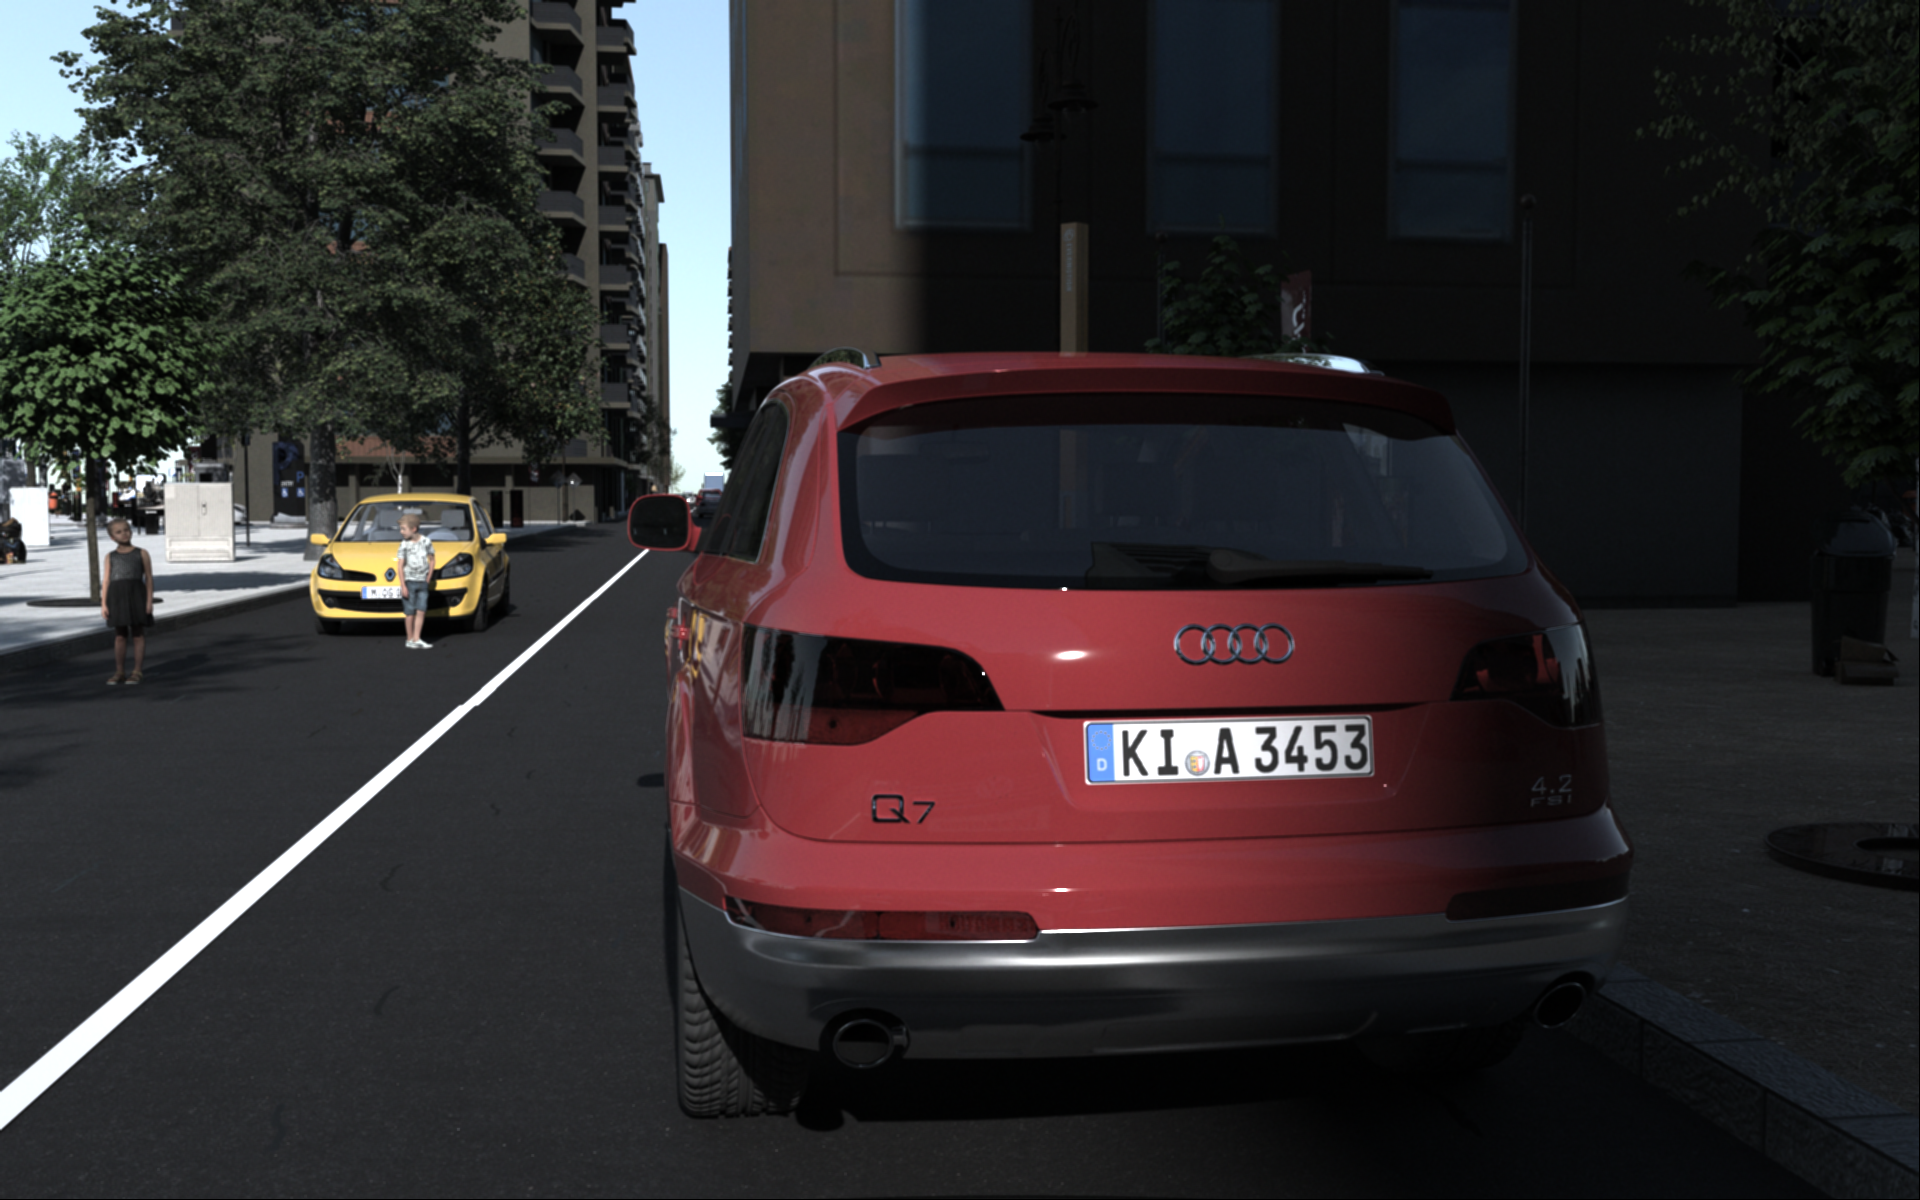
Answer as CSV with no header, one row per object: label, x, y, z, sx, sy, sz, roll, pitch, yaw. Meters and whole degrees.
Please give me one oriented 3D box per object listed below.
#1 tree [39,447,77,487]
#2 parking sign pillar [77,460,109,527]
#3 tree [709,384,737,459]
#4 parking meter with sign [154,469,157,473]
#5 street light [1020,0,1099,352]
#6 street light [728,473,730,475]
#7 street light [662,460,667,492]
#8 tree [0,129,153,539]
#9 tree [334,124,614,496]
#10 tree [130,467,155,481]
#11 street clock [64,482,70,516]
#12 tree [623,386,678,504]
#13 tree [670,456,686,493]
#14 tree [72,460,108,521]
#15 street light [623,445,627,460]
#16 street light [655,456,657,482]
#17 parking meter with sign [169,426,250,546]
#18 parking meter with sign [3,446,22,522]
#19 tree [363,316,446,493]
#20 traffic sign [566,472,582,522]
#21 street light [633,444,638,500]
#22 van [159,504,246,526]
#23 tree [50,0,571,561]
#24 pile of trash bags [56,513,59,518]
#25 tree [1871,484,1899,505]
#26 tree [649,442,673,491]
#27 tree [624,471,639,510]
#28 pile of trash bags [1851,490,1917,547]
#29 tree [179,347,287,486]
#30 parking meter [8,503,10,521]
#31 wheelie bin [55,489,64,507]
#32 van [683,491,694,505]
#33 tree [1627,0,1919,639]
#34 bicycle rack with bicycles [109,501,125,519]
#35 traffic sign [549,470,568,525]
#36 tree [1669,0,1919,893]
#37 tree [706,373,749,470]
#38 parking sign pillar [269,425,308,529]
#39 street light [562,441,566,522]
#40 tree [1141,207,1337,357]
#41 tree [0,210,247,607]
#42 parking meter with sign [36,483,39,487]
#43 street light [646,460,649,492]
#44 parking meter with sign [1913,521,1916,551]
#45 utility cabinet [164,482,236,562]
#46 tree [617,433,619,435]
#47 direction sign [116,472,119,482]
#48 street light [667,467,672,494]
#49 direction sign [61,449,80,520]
tree,-31.035,-6.639,58.907,4.737,8.622,4.395,0,3,0
parking sign pillar,-33.502,-4.815,67.197,1.447,3.967,1.447,-1,4,-15
tree,-19.401,-14.279,159.217,9.928,11.665,9.643,0,3,0
parking meter with sign,-55.948,-7.679,121.816,1.738,3.016,0.543,1,4,11
street light,0.928,-2.677,16.556,0.468,5.910,1.993,-1,4,-8
street light,-41.602,-20.742,311.910,0.468,5.910,1.993,-1,4,-8
street light,-40.801,-16.201,237.680,0.468,5.910,1.993,-1,4,-8
tree,-26.601,-7.568,49.498,9.928,11.665,9.643,0,3,0
tree,-15.035,-8.289,52.533,9.611,12.733,9.660,0,3,0
tree,-48.201,-6.614,102.743,1.663,3.219,1.824,0,3,0
street clock,-52.670,-5.971,102.203,0.358,2.002,0.471,0,4,-7
tree,-28.408,-13.181,149.917,8.767,10.594,7.601,0,4,-1
tree,-51.656,-22.091,311.544,4.737,8.622,4.395,0,3,0
tree,-41.252,-5.358,82.198,1.663,3.219,1.824,0,3,0
street light,-26.029,-9.864,134.068,0.468,5.910,1.993,-1,4,-8
street light,-36.855,-14.497,209.814,0.468,5.910,1.993,-1,4,-8
parking meter with sign,-18.297,-2.816,42.304,1.738,3.016,0.543,-1,4,-10
parking meter with sign,-35.056,-4.075,62.895,0.543,3.016,1.738,3,5,39
tree,-21.894,-7.178,67.730,4.360,8.622,3.978,0,3,0
traffic sign,-17.626,-4.613,79.062,0.795,2.450,0.064,-1,4,-8
street light,-29.054,-11.141,154.940,0.468,5.910,1.993,-1,4,-8
van,-32.369,-4.062,73.427,4.112,2.044,2.013,-1,4,-9
tree,-12.433,-7.743,33.247,9.857,13.997,8.962,0,3,0
pile of trash bags,-50.543,-5.188,94.582,3.447,1.369,1.912,1,4,23
tree,27.034,-4.118,51.048,4.285,4.588,4.351,0,3,0
tree,-40.168,-17.078,229.591,4.360,8.622,3.978,0,3,0
tree,-27.276,-9.079,143.048,1.663,3.219,1.824,0,3,0
pile of trash bags,22.396,-1.987,42.234,3.447,1.369,1.912,-2,4,-31
tree,-25.394,-6.709,60.051,4.737,8.622,4.395,0,3,0
parking meter,-43.514,-4.494,79.193,0.399,1.863,0.255,-2,4,-30
wheelie bin,-60.436,-6.596,115.760,0.980,1.594,0.693,-2,4,-31
van,-35.754,-13.488,227.542,2.013,2.044,4.112,-1,4,-8
tree,8.318,-3.957,15.064,4.737,8.622,4.395,0,3,0
bicycle rack with bicycles,-43.839,-4.784,91.597,2.852,0.926,2.925,-1,4,-10
traffic sign,-16.489,-4.129,71.158,0.795,2.450,0.064,-1,4,-8
tree,3.331,-0.683,5.775,1.663,3.219,1.824,0,3,0
tree,-16.043,-14.372,141.638,9.857,13.997,8.962,0,3,0
parking sign pillar,-25.018,-4.654,64.559,1.447,3.967,1.447,2,4,31
street light,-18.167,-6.516,79.323,0.468,5.910,1.993,-1,4,-8
tree,1.672,-1.052,11.807,1.663,3.219,1.824,0,3,0
tree,-10.098,-2.236,20.268,4.285,4.588,4.351,0,3,0
parking meter with sign,-62.440,-7.386,117.025,0.543,3.016,1.738,1,4,15
street light,-32.871,-12.815,182.317,0.468,5.910,1.993,-1,4,-8
parking meter with sign,22.239,-2.590,38.608,1.738,3.016,0.543,0,4,-2
utility cabinet,-14.267,-1.457,32.509,1.173,1.500,0.318,-1,4,-16
tree,-23.685,-9.832,111.123,4.737,8.622,4.395,0,3,0
direction sign,-68.570,-9.118,141.077,0.379,3.537,0.876,-1,4,-15
street light,-44.865,-17.906,265.552,0.468,5.910,1.993,-1,4,-8
direction sign,-44.740,-5.819,87.133,0.876,3.537,0.379,-1,4,-14
